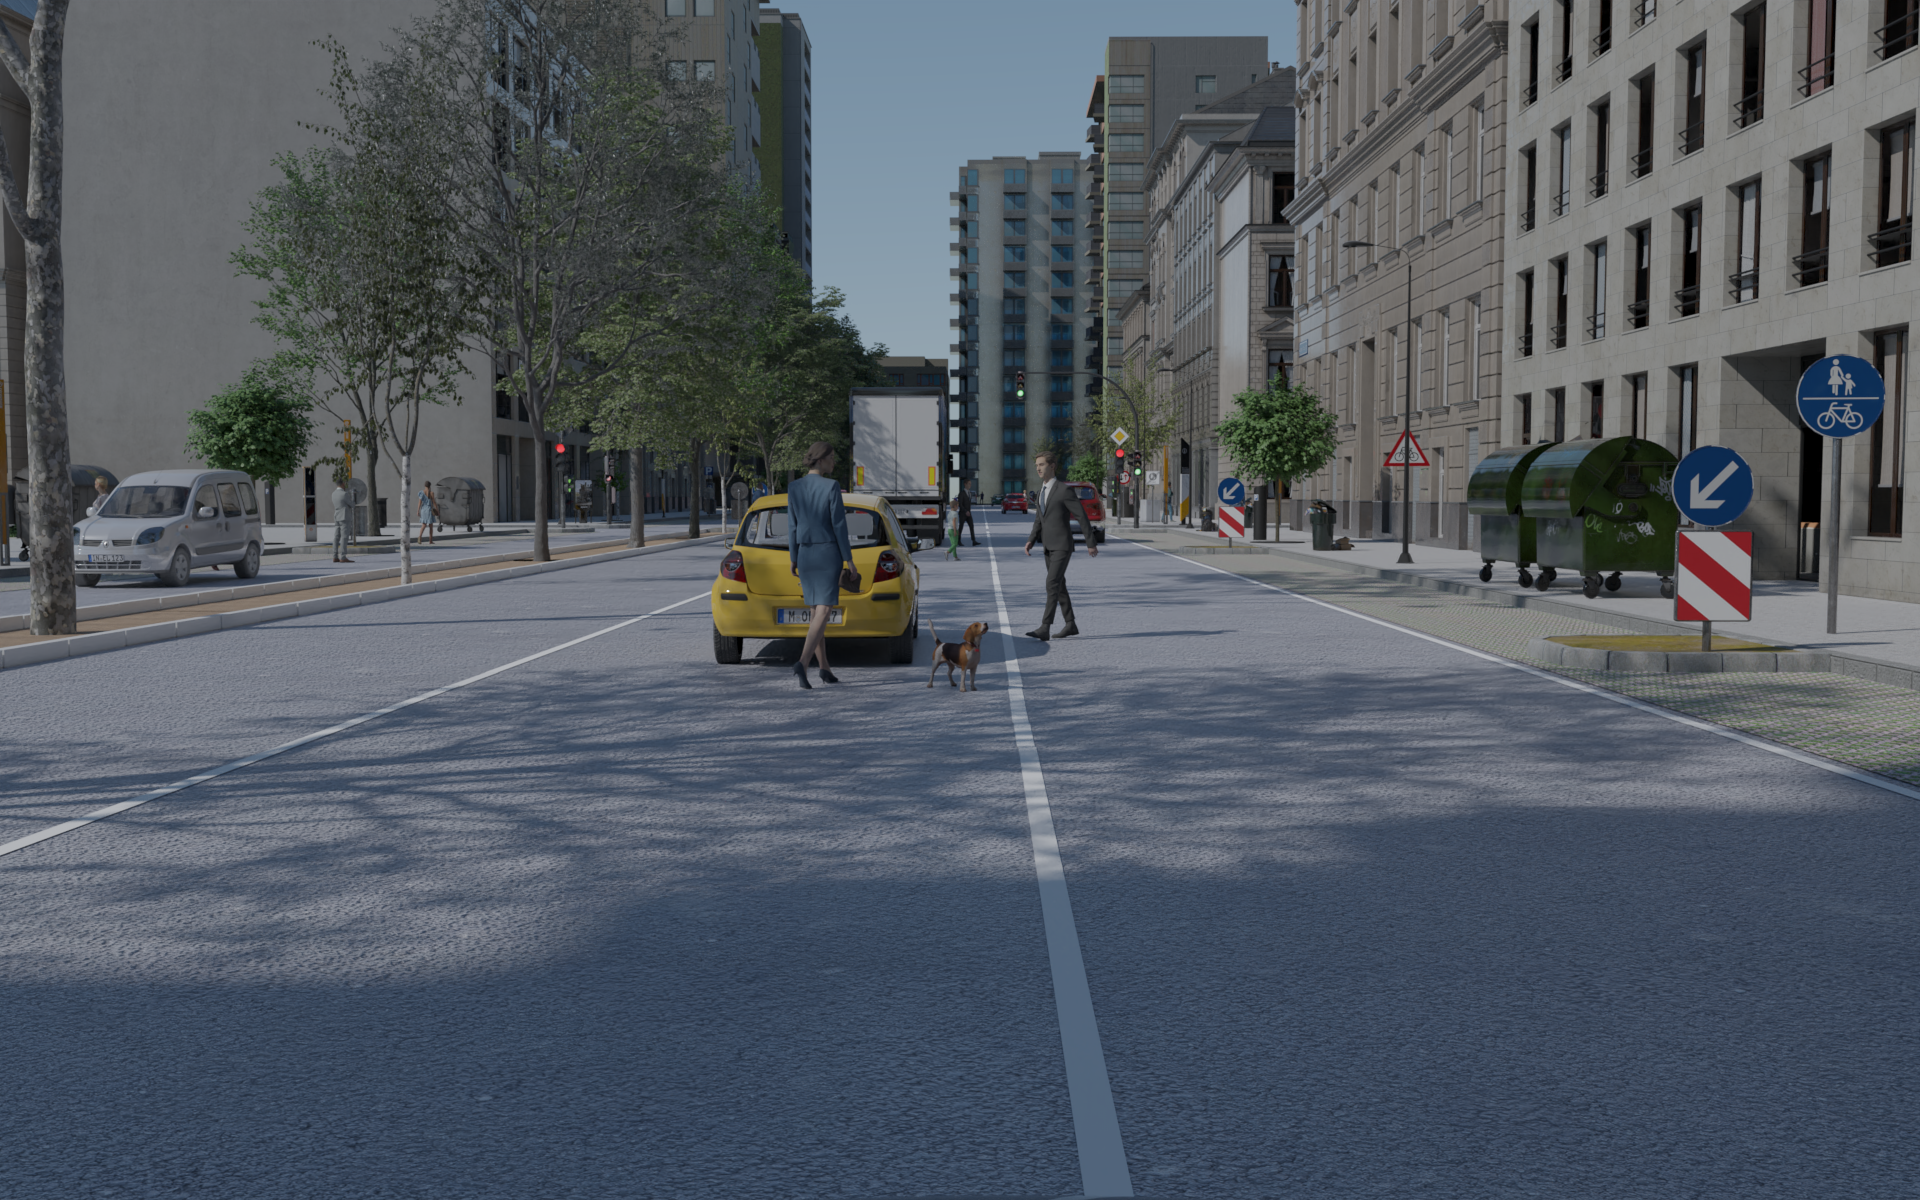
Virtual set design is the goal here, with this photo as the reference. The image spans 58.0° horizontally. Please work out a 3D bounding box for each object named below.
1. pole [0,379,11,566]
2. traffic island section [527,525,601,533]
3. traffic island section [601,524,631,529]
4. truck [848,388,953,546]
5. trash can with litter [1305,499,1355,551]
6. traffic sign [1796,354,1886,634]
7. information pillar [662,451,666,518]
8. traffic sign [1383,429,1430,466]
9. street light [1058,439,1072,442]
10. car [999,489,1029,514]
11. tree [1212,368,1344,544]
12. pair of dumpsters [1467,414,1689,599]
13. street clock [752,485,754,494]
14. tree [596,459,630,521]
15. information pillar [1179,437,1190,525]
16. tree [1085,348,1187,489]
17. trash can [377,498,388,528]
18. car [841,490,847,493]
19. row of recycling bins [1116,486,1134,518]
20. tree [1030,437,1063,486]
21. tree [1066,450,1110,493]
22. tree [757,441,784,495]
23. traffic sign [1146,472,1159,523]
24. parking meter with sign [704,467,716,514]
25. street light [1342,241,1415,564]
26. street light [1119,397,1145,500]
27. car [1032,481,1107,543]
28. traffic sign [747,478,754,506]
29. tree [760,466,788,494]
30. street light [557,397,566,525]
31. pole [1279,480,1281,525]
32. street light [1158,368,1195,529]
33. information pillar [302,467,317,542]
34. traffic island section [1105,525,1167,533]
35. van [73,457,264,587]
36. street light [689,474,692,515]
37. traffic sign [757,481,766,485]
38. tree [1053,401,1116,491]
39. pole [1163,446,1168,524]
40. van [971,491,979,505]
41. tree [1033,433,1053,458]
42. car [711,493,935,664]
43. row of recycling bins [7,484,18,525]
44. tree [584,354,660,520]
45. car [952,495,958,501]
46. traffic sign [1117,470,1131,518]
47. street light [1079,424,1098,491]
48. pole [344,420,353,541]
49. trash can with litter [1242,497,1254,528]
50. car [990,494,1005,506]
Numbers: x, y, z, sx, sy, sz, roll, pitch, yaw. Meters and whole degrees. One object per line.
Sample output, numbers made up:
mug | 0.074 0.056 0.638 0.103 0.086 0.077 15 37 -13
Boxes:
pole | -17.084 -2.264 30.856 0.158 3.312 0.155 0 3 0
traffic island section | -14.855 -2.600 64.797 2.009 0.180 2.903 0 4 1
traffic island section | -14.758 -3.089 72.782 2.009 0.180 2.903 0 4 1
truck | -1.656 -3.811 51.217 2.839 4.237 11.283 0 4 0
trash can with litter | 8.399 -1.707 39.292 1.055 1.170 0.624 -2 4 -25
traffic sign | 8.008 -0.962 15.836 0.768 2.556 0.104 0 4 8
information pillar | -16.197 -6.309 94.513 0.183 3.616 0.504 0 4 0
traffic sign | 8.565 -2.035 33.277 0.884 2.594 0.081 0 4 7
street light | 9.058 -10.683 147.204 1.470 5.913 1.316 0 4 1
car | 3.937 -7.122 125.476 2.155 1.783 4.494 0 4 -1
tree | 8.345 -3.782 45.555 4.285 4.588 4.351 0 3 0
pair of dumpsters | 8.164 -1.263 23.141 1.574 2.255 4.437 0 4 1
street clock | -15.583 -7.754 131.350 0.358 2.002 0.471 -1 4 -9
tree | -16.716 -5.382 82.603 1.663 3.219 1.824 0 3 0
information pillar | 9.312 -4.903 71.523 0.504 3.616 0.183 -2 4 -25
tree | 9.281 -8.422 88.067 4.737 8.622 4.395 0 3 0
trash can | -21.937 -3.282 65.320 0.748 1.137 0.748 0 3 0
car | -10.671 -8.748 151.705 2.281 1.827 5.304 0 4 -1
row of recycling bins | 9.123 -5.381 95.097 1.069 1.692 3.534 0 4 4
tree | 10.621 -16.162 214.610 4.737 8.622 4.395 0 3 0
tree | 9.583 -8.795 127.509 4.285 4.588 4.351 0 3 0
tree | -16.053 -12.272 151.005 4.360 8.622 3.978 0 3 0
traffic sign | 8.588 -4.589 77.164 0.606 2.300 0.079 0 4 7
parking meter with sign | -15.905 -6.995 110.624 0.543 3.016 1.738 0 4 1
street light | 7.704 -3.631 31.902 1.470 5.913 1.316 0 4 1
street light | 8.252 -6.731 82.596 1.470 5.913 1.316 0 4 1
car | 3.324 -2.675 52.412 2.281 1.827 5.304 0 4 3
traffic sign | -16.144 -8.214 134.299 0.884 2.594 0.081 1 4 9
tree | -16.868 -10.764 159.704 4.285 4.588 4.351 0 3 0
street light | -16.207 -6.120 72.600 1.470 5.913 1.316 0 4 1
pole | 13.186 -4.757 71.614 0.158 3.312 0.155 0 3 0
street light | 7.994 -5.600 64.094 1.470 5.913 1.316 0 4 1
information pillar | -17.452 -2.568 46.482 0.304 2.012 0.304 -2 4 -28
traffic island section | 6.585 -2.584 64.533 2.009 0.180 2.903 0 4 1
van | -12.839 -1.288 28.068 2.013 2.044 4.112 0 4 1
street light | -15.804 -8.127 105.423 1.470 5.913 1.316 0 4 1
traffic sign | -16.029 -8.531 139.587 0.768 2.556 0.104 0 4 6
tree | 10.049 -11.418 137.049 4.360 8.622 3.978 0 3 0
pole | 8.690 -4.848 73.110 0.158 3.312 0.155 0 3 0
van | 1.378 -13.003 219.608 2.013 2.044 4.112 0 4 1
tree | 10.143 -14.211 182.716 4.360 8.622 3.978 0 3 0
car | -1.242 -0.356 16.050 2.015 1.641 3.980 0 4 0
row of recycling bins | -38.633 -4.006 72.610 3.534 1.692 1.069 0 4 4
tree | -17.117 -8.333 86.612 4.360 8.622 3.978 0 3 0
car | 0.010 -12.076 210.023 1.945 1.354 3.894 0 4 -1
traffic sign | 8.731 -5.648 92.453 0.768 2.556 0.104 1 4 9
street light | 8.582 -8.700 114.787 1.470 5.913 1.316 0 4 1
pole | -16.795 -3.286 47.577 0.158 3.312 0.155 0 3 0
trash can with litter | 10.480 -3.268 64.825 1.055 1.170 0.624 1 4 19
car | 4.639 -11.850 205.548 2.131 1.459 4.920 0 4 2
